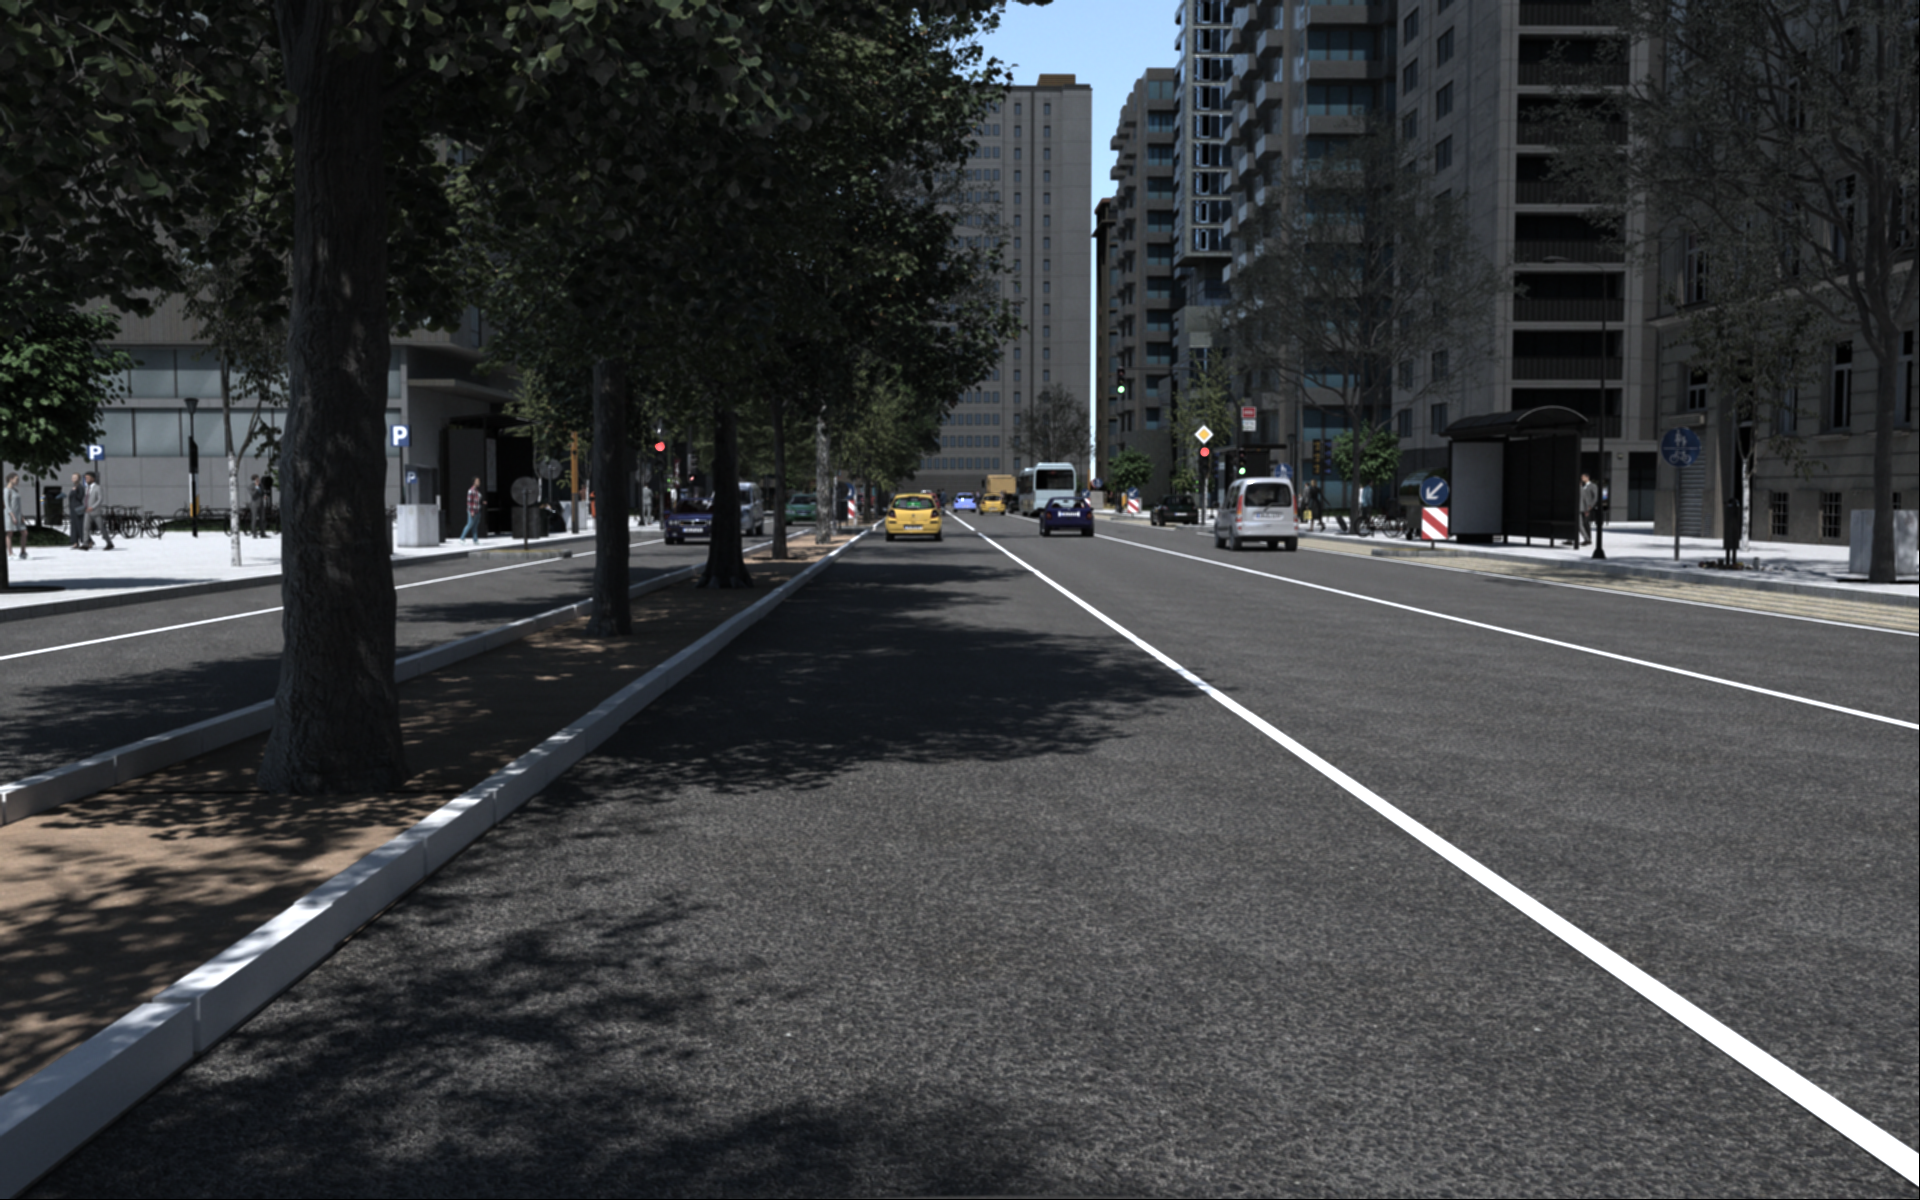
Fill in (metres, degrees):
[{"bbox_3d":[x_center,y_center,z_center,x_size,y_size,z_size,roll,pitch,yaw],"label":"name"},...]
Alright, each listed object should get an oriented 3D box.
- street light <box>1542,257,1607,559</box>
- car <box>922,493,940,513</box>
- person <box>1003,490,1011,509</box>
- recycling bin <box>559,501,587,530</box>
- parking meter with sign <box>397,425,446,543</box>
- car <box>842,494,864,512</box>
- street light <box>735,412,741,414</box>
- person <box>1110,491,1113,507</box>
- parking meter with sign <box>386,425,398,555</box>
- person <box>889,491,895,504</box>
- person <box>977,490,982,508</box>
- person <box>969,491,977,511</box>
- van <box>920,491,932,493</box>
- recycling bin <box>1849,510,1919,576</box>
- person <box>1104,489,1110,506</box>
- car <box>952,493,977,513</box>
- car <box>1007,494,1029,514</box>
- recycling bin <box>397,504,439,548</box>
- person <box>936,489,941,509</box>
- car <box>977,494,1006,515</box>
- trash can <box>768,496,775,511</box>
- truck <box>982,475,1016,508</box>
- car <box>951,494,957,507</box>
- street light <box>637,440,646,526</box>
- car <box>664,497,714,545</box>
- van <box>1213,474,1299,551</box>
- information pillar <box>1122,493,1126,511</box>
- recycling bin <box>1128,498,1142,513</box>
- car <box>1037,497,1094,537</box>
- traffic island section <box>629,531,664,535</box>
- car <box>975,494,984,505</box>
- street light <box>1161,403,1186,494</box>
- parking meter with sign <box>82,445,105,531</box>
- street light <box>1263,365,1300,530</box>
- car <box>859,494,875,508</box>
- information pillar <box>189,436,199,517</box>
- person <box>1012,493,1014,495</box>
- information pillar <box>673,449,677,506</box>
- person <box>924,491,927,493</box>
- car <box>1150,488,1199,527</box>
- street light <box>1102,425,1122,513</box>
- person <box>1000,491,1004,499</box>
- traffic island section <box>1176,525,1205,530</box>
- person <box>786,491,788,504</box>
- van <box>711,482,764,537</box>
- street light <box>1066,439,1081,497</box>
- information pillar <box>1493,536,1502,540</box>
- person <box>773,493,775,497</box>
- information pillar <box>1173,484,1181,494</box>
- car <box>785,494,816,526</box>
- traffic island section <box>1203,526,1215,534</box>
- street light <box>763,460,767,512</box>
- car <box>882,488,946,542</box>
[{"bbox_3d":[12.097,-3.764,34.082,1.470,5.913,1.316,0,4,-1],"label":"street light"},{"bbox_3d":[-2.316,-7.034,124.047,2.155,1.783,4.494,0,3,0],"label":"car"},{"bbox_3d":[4.429,-9.833,169.400,1.348,1.807,0.705,-1,4,-21],"label":"person"},{"bbox_3d":[-13.761,-2.999,61.595,0.722,1.027,0.722,-3,5,-43],"label":"recycling bin"},{"bbox_3d":[-13.883,-2.952,44.521,0.543,3.016,1.738,1,4,15],"label":"parking meter with sign"},{"bbox_3d":[-8.721,-7.912,139.155,2.009,1.686,4.222,0,4,-3],"label":"car"},{"bbox_3d":[-12.985,-7.644,97.515,1.470,5.913,1.316,0,4,-1],"label":"street light"},{"bbox_3d":[15.282,-10.327,175.617,0.721,1.743,1.217,0,4,6],"label":"person"},{"bbox_3d":[-12.601,-2.416,35.757,0.543,3.016,1.738,3,5,39],"label":"parking meter with sign"},{"bbox_3d":[-8.754,-13.064,222.089,0.705,1.826,1.348,-3,5,-40],"label":"person"},{"bbox_3d":[1.973,-10.278,176.412,0.599,1.838,0.709,0,3,0],"label":"person"},{"bbox_3d":[1.114,-8.396,146.582,0.742,1.727,0.445,-3,5,-42],"label":"person"},{"bbox_3d":[-4.166,-12.472,210.934,2.013,2.044,4.112,0,4,-3],"label":"van"},{"bbox_3d":[14.698,-0.918,27.568,0.722,1.027,0.722,0,4,-5],"label":"recycling bin"},{"bbox_3d":[15.510,-10.878,183.893,0.705,1.824,1.348,-1,4,-20],"label":"person"},{"bbox_3d":[0.340,-7.673,135.038,1.945,1.707,3.694,0,4,-3],"label":"car"},{"bbox_3d":[4.499,-7.214,127.733,2.009,1.686,4.222,0,4,-1],"label":"car"},{"bbox_3d":[-13.098,-1.792,41.861,0.722,1.027,0.722,2,4,33],"label":"recycling bin"},{"bbox_3d":[-1.971,-9.293,160.073,1.348,1.869,0.705,-1,4,-9],"label":"person"},{"bbox_3d":[2.209,-6.665,119.197,2.015,1.641,3.980,0,4,-1],"label":"car"},{"bbox_3d":[-14.065,-7.230,129.867,0.748,1.137,0.748,0,3,0],"label":"trash can"},{"bbox_3d":[4.104,-10.995,175.691,3.469,3.379,9.791,0,4,-2],"label":"truck"},{"bbox_3d":[0.066,-11.056,192.566,2.131,1.459,4.920,0,4,-2],"label":"car"},{"bbox_3d":[-12.280,-5.935,69.580,1.470,5.913,1.316,0,4,-1],"label":"street light"},{"bbox_3d":[-7.551,-2.304,50.245,1.945,1.354,3.894,0,4,-3],"label":"car"},{"bbox_3d":[7.632,-2.312,44.818,2.013,2.044,4.112,0,4,0],"label":"van"},{"bbox_3d":[12.689,-8.774,134.813,0.504,3.616,0.183,1,4,15],"label":"information pillar"},{"bbox_3d":[11.928,-6.469,118.324,0.722,1.027,0.722,-3,5,-44],"label":"recycling bin"},{"bbox_3d":[3.625,-2.851,59.197,1.945,1.354,3.894,0,4,0],"label":"car"},{"bbox_3d":[-10.665,-2.422,61.873,2.009,0.180,2.903,0,4,-1],"label":"traffic island section"},{"bbox_3d":[2.966,-12.874,220.279,2.009,1.686,4.222,0,3,0],"label":"car"},{"bbox_3d":[10.922,-7.078,88.264,1.470,5.913,1.316,0,4,-1],"label":"street light"},{"bbox_3d":[-30.370,-3.928,60.491,0.543,3.016,1.738,-1,4,-12],"label":"parking meter with sign"},{"bbox_3d":[11.535,-5.486,62.243,1.470,5.913,1.316,0,4,-1],"label":"street light"},{"bbox_3d":[-9.634,-10.168,175.293,2.155,1.783,4.494,0,4,1],"label":"car"},{"bbox_3d":[-30.888,-4.800,69.831,0.183,3.616,0.504,1,4,10],"label":"information pillar"},{"bbox_3d":[6.570,-12.509,213.696,0.621,1.740,0.551,-1,4,-9],"label":"person"},{"bbox_3d":[-14.774,-6.011,89.639,0.183,3.616,0.504,0,4,2],"label":"information pillar"},{"bbox_3d":[-3.907,-11.383,195.273,0.551,1.740,0.621,3,5,44],"label":"person"},{"bbox_3d":[9.545,-4.124,77.206,2.009,1.686,4.222,0,4,-1],"label":"car"},{"bbox_3d":[10.279,-8.816,116.686,1.470,5.913,1.316,0,4,-1],"label":"street light"},{"bbox_3d":[3.845,-9.177,159.211,0.621,1.740,0.551,-2,4,-28],"label":"person"},{"bbox_3d":[9.890,-2.938,70.320,2.009,0.180,2.903,0,4,-1],"label":"traffic island section"},{"bbox_3d":[-21.512,-12.814,215.569,0.705,1.821,1.348,0,4,-4],"label":"person"},{"bbox_3d":[-7.761,-3.216,59.587,2.013,2.044,4.112,0,3,0],"label":"van"},{"bbox_3d":[9.591,-10.570,145.360,1.470,5.913,1.316,0,4,-1],"label":"street light"},{"bbox_3d":[14.835,-2.662,48.018,0.304,2.012,0.304,-1,4,-13],"label":"information pillar"},{"bbox_3d":[-18.903,-10.265,177.129,1.065,1.426,0.557,2,4,31],"label":"person"},{"bbox_3d":[11.678,-5.421,93.128,0.304,2.012,0.304,-3,5,-45],"label":"information pillar"},{"bbox_3d":[-7.105,-4.138,79.456,2.131,1.459,4.920,0,4,-3],"label":"car"},{"bbox_3d":[10.071,-2.450,62.337,2.009,0.180,2.903,0,4,-1],"label":"traffic island section"},{"bbox_3d":[-13.648,-9.352,125.450,1.470,5.913,1.316,0,4,-1],"label":"street light"},{"bbox_3d":[-1.423,-2.655,53.634,2.015,1.641,3.980,0,4,-1],"label":"car"}]
